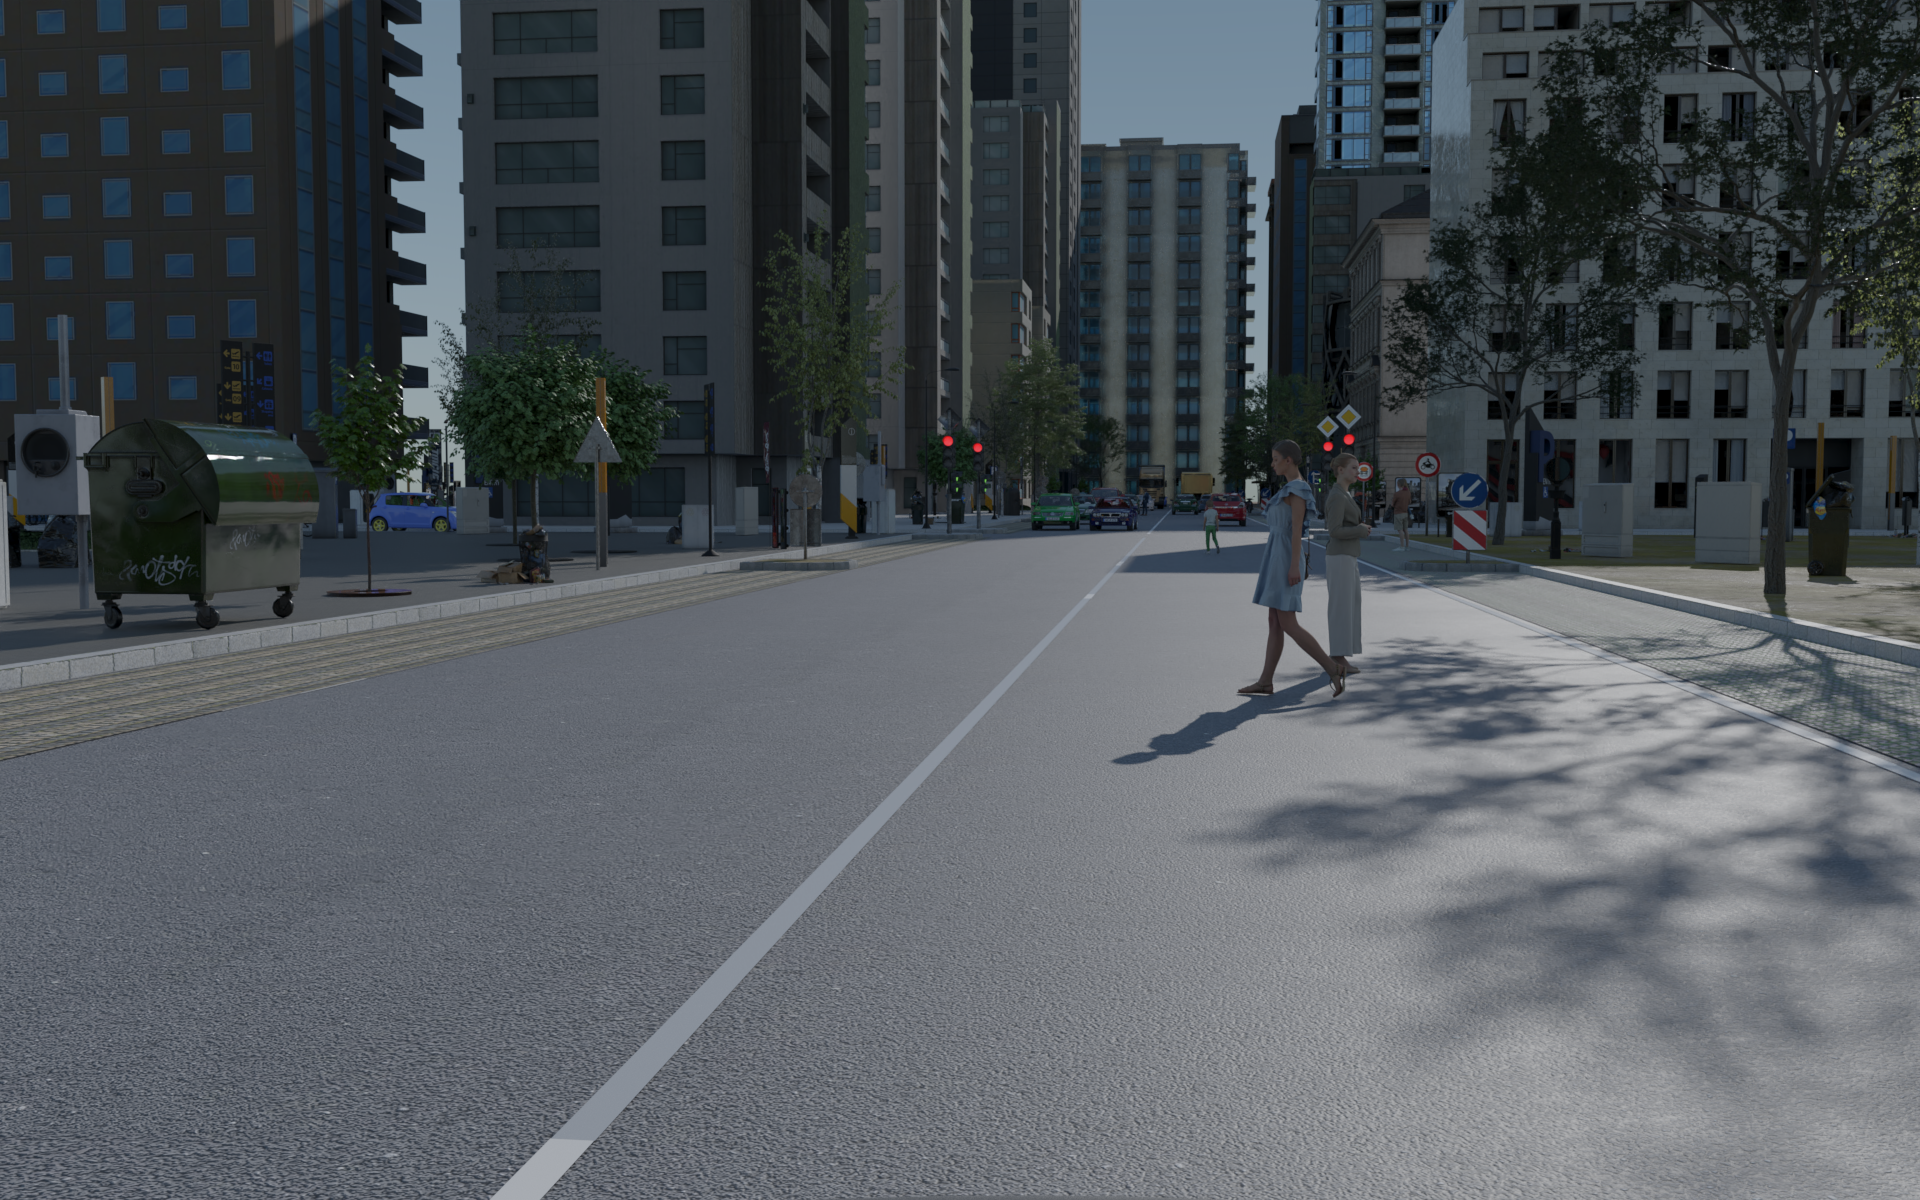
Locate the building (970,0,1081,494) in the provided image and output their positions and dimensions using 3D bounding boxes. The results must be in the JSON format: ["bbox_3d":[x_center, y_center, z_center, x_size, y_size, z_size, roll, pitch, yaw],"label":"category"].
[{"bbox_3d":[3.175,-46.624,200.559,20.611,71.187,20.563,0,4,7],"label":"building"}]

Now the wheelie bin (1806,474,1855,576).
[{"bbox_3d":[13.713,-1.186,27.301,0.693,1.594,0.980,2,4,27],"label":"wheelie bin"}]

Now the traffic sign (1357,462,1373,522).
[{"bbox_3d":[16.054,-4.206,68.871,0.768,2.556,0.104,1,4,12],"label":"traffic sign"}]

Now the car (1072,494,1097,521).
[{"bbox_3d":[5.747,-4.354,82.994,2.131,1.459,4.920,0,4,7],"label":"car"}]

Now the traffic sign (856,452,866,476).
[{"bbox_3d":[-3.197,-3.160,51.780,0.768,2.556,0.104,1,4,17],"label":"traffic sign"}]

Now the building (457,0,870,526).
[{"bbox_3d":[-12.060,-18.518,74.471,14.160,30.474,14.107,0,4,7],"label":"building"}]

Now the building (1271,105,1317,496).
[{"bbox_3d":[43.453,-33.617,199.748,14.600,45.320,14.200,0,4,7],"label":"building"}]

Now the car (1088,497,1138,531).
[{"bbox_3d":[6.111,-3.434,68.721,1.945,1.354,3.894,1,4,9],"label":"car"}]

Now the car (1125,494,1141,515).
[{"bbox_3d":[11.722,-6.735,121.913,2.131,1.459,4.920,0,4,8],"label":"car"}]

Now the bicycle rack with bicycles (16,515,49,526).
[{"bbox_3d":[-38.393,-3.505,70.694,2.852,0.926,2.925,2,4,28],"label":"bicycle rack with bicycles"}]

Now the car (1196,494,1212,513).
[{"bbox_3d":[19.106,-7.384,132.729,2.014,1.417,4.499,0,4,7],"label":"car"}]

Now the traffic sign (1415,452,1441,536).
[{"bbox_3d":[14.251,-3.223,52.810,0.768,2.556,0.104,1,4,12],"label":"traffic sign"}]

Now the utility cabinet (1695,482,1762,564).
[{"bbox_3d":[14.109,-1.414,31.802,0.318,1.500,1.173,-2,4,-27],"label":"utility cabinet"}]

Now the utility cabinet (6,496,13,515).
[{"bbox_3d":[-32.284,-2.901,58.598,0.306,1.237,1.020,-3,4,-38],"label":"utility cabinet"}]

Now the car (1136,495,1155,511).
[{"bbox_3d":[15.715,-8.332,148.593,2.083,1.381,4.827,0,4,7],"label":"car"}]

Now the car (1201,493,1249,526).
[{"bbox_3d":[11.959,-4.223,78.094,2.155,1.783,4.494,0,4,7],"label":"car"}]

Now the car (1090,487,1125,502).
[{"bbox_3d":[8.063,-5.365,96.395,2.281,1.827,5.304,0,4,8],"label":"car"}]

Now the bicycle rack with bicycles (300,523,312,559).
[{"bbox_3d":[-13.947,-1.241,33.670,2.852,0.926,2.925,1,4,16],"label":"bicycle rack with bicycles"}]

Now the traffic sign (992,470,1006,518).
[{"bbox_3d":[2.080,-5.670,92.805,0.768,2.556,0.104,1,4,9],"label":"traffic sign"}]

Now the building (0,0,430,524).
[{"bbox_3d":[-33.858,-26.146,77.605,14.200,45.320,14.600,0,4,7],"label":"building"}]

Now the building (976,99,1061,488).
[{"bbox_3d":[2.603,-30.072,175.263,14.154,41.232,14.086,0,4,7],"label":"building"}]

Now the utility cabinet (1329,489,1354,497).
[{"bbox_3d":[17.994,-4.469,81.745,1.173,1.500,0.318,3,5,41],"label":"utility cabinet"}]

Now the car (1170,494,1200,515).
[{"bbox_3d":[15.700,-6.669,120.838,2.131,1.459,4.920,0,4,7],"label":"car"}]

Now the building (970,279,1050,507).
[{"bbox_3d":[-6.831,-18.986,155.459,27.650,21.520,28.899,0,4,7],"label":"building"}]

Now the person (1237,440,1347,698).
[{"bbox_3d":[2.359,-0.223,12.234,0.778,1.811,0.616,1,4,23],"label":"person"}]

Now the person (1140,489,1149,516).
[{"bbox_3d":[12.314,-6.513,115.166,0.419,1.800,0.721,-2,4,-31],"label":"person"}]

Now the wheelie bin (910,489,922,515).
[{"bbox_3d":[-2.540,-5.714,101.325,0.693,1.594,0.980,-1,4,-8],"label":"wheelie bin"}]

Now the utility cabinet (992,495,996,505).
[{"bbox_3d":[2.427,-7.640,136.080,0.306,1.237,1.020,3,4,39],"label":"utility cabinet"}]

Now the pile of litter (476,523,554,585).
[{"bbox_3d":[-6.450,-0.686,25.176,1.176,0.858,1.719,0,4,-1],"label":"pile of litter"}]

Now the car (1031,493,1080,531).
[{"bbox_3d":[3.855,-3.709,69.438,1.959,1.807,4.718,0,4,7],"label":"car"}]

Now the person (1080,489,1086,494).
[{"bbox_3d":[9.275,-7.518,131.434,0.660,1.820,0.620,1,4,8],"label":"person"}]

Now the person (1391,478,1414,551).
[{"bbox_3d":[11.091,-2.138,43.434,0.573,1.828,0.580,1,4,10],"label":"person"}]

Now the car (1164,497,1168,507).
[{"bbox_3d":[22.410,-11.339,194.980,1.945,1.707,3.694,1,4,9],"label":"car"}]

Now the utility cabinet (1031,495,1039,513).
[{"bbox_3d":[4.955,-6.315,114.411,0.306,1.237,1.020,-1,4,-14],"label":"utility cabinet"}]

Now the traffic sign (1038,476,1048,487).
[{"bbox_3d":[5.737,-7.329,119.932,0.768,2.556,0.104,1,4,13],"label":"traffic sign"}]

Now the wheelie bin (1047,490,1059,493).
[{"bbox_3d":[7.300,-7.610,132.337,0.980,1.594,0.693,0,4,3],"label":"wheelie bin"}]

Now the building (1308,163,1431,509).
[{"bbox_3d":[38.240,-23.469,155.422,14.160,30.474,14.107,0,4,7],"label":"building"}]

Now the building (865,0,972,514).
[{"bbox_3d":[-7.004,-26.251,112.802,14.154,41.232,14.086,0,4,7],"label":"building"}]

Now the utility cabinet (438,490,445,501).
[{"bbox_3d":[-25.249,-4.625,84.290,0.318,1.500,1.173,-1,4,-17],"label":"utility cabinet"}]

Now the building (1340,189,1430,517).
[{"bbox_3d":[28.869,-14.612,103.531,10.561,19.102,19.286,0,4,7],"label":"building"}]

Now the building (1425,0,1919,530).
[{"bbox_3d":[27.743,-13.038,67.916,16.860,20.320,10.420,0,4,7],"label":"building"}]

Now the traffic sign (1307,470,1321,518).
[{"bbox_3d":[18.945,-5.654,92.543,0.768,2.556,0.104,1,4,9],"label":"traffic sign"}]

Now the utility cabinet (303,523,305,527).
[{"bbox_3d":[-25.717,-3.435,67.323,0.306,1.237,1.020,-2,4,-29],"label":"utility cabinet"}]

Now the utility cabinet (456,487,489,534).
[{"bbox_3d":[-15.545,-2.851,55.286,0.318,1.500,1.173,2,4,27],"label":"utility cabinet"}]

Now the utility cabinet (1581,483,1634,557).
[{"bbox_3d":[13.135,-1.620,35.168,0.318,1.500,1.173,-1,4,-20],"label":"utility cabinet"}]

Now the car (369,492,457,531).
[{"bbox_3d":[-19.615,-3.279,63.196,3.694,1.707,1.945,1,4,8],"label":"car"}]

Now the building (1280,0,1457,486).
[{"bbox_3d":[44.905,-52.776,175.553,22.319,86.520,31.000,0,4,7],"label":"building"}]

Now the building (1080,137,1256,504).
[{"bbox_3d":[24.492,-37.670,235.507,30.456,49.044,23.786,0,4,7],"label":"building"}]

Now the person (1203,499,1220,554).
[{"bbox_3d":[6.019,-1.753,41.411,0.306,1.304,0.590,-1,4,-20],"label":"person"}]

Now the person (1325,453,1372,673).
[{"bbox_3d":[3.104,-0.294,13.854,0.362,1.759,0.519,1,4,17],"label":"person"}]

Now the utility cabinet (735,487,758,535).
[{"bbox_3d":[-6.633,-2.761,53.821,0.318,1.500,1.173,1,4,14],"label":"utility cabinet"}]

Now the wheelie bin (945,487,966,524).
[{"bbox_3d":[-0.175,-4.054,74.197,0.980,1.594,0.693,1,4,19],"label":"wheelie bin"}]

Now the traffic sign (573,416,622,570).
[{"bbox_3d":[-6.082,-1.775,29.028,0.884,2.594,0.081,1,4,16],"label":"traffic sign"}]

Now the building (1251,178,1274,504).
[{"bbox_3d":[53.724,-35.217,230.426,28.867,44.769,22.147,0,4,7],"label":"building"}]

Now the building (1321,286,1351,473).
[{"bbox_3d":[34.948,-15.847,126.549,16.820,18.784,16.811,0,4,7],"label":"building"}]

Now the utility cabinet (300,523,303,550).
[{"bbox_3d":[-15.497,-1.862,39.127,1.173,1.500,0.318,-3,5,-43],"label":"utility cabinet"}]

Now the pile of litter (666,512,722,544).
[{"bbox_3d":[-6.901,-1.893,44.917,1.719,0.858,1.176,-2,4,-35],"label":"pile of litter"}]
